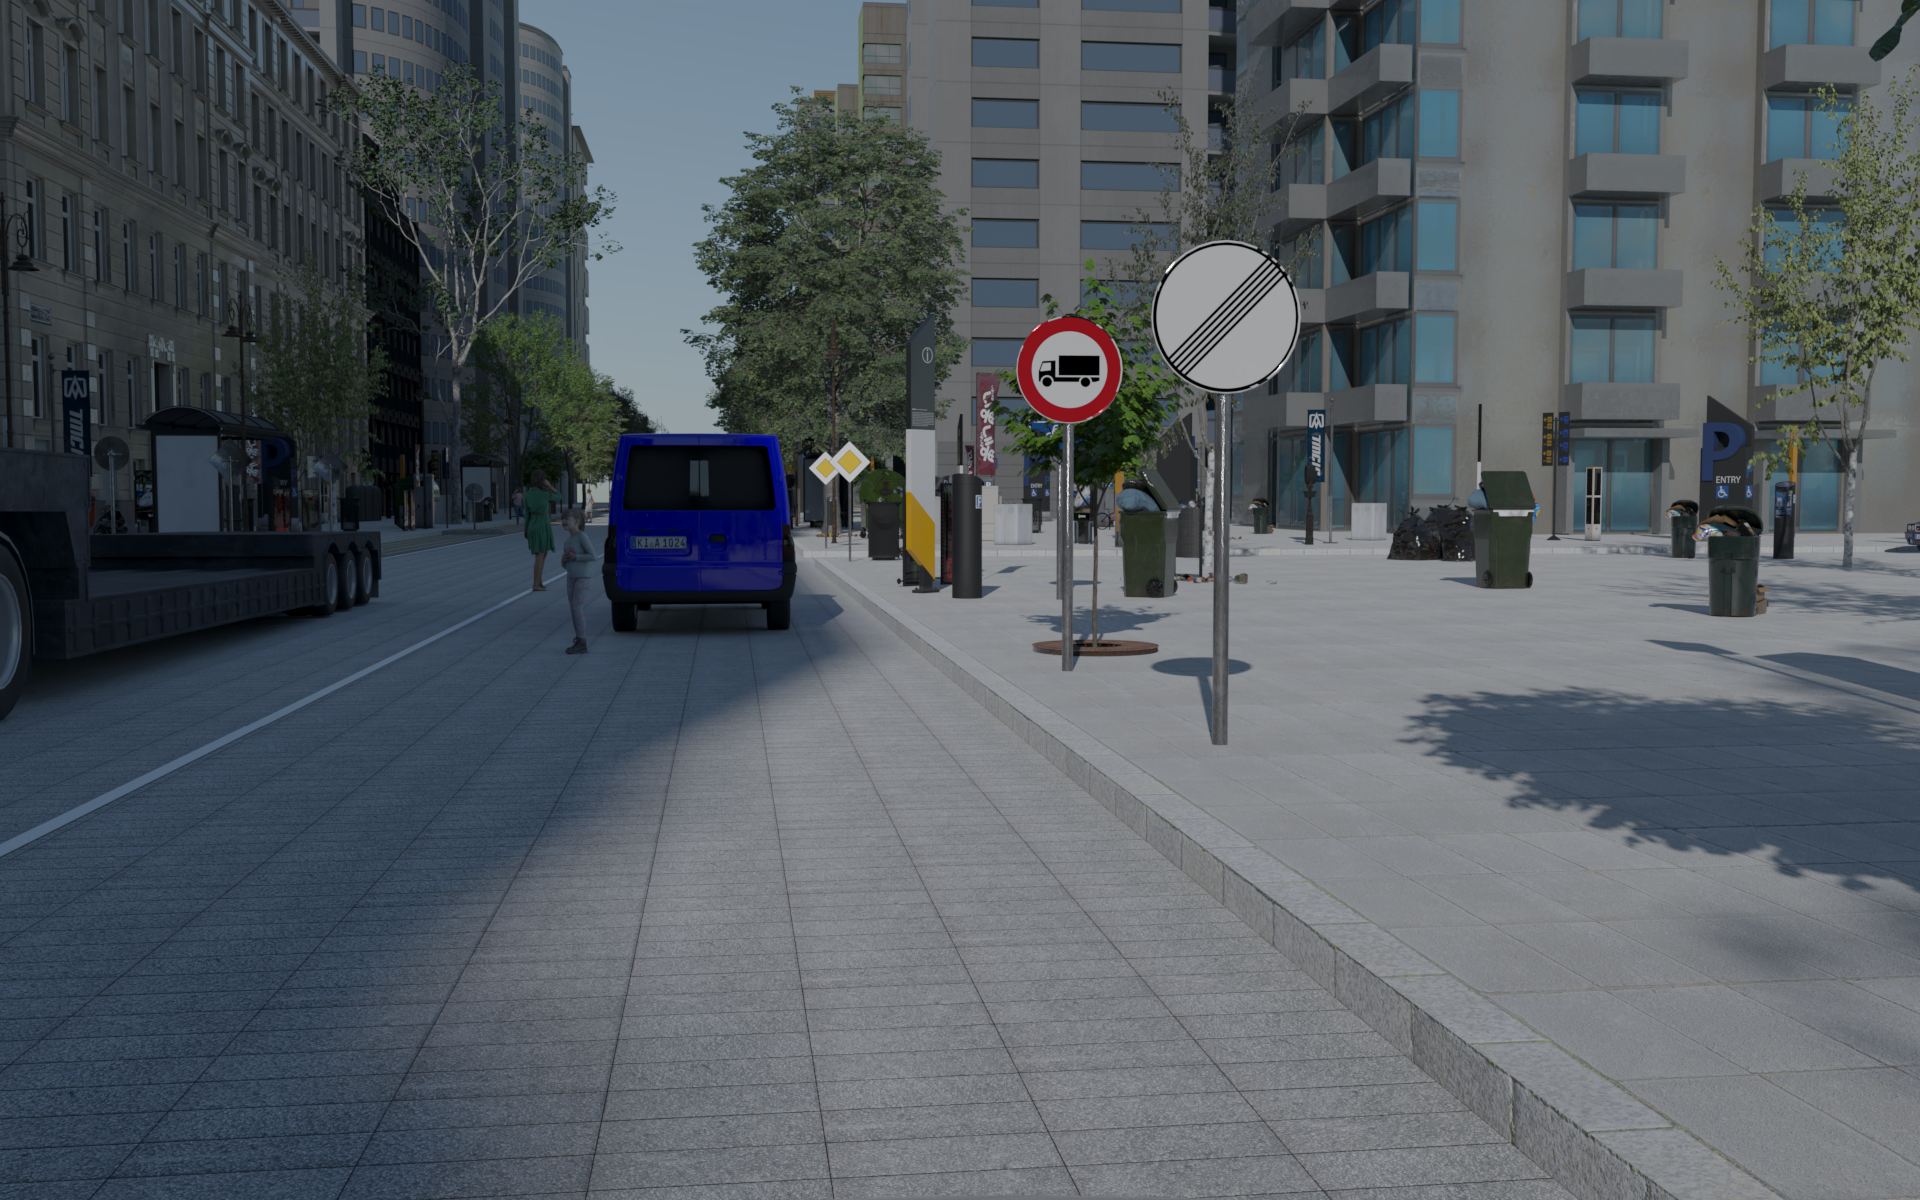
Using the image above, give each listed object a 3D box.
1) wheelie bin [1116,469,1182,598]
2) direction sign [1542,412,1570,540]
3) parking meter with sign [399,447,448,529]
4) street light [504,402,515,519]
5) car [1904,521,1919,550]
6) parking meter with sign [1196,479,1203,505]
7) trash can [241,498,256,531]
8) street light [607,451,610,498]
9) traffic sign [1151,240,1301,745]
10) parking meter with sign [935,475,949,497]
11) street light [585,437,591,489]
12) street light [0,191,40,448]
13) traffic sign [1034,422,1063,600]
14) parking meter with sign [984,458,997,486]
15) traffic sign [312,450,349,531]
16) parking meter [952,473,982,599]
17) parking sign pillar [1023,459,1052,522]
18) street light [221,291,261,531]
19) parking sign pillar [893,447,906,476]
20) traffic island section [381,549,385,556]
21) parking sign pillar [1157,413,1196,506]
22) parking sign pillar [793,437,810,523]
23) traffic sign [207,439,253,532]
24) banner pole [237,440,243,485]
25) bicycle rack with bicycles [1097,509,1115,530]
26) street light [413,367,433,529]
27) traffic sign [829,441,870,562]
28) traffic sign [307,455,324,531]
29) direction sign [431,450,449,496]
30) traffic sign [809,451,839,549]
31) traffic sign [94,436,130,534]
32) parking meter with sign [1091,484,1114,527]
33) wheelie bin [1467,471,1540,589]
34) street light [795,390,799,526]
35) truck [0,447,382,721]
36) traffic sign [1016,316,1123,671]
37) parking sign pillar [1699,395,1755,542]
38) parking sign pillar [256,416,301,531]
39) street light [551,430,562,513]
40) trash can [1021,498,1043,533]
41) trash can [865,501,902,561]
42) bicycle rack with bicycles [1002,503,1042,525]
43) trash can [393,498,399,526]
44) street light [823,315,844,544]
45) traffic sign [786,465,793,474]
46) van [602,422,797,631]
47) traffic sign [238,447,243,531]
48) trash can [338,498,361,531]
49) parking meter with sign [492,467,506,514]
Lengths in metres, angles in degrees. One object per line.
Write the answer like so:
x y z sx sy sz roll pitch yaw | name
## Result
2.341 -0.839 21.634 0.693 1.594 0.980 2 4 24 | wheelie bin
16.484 -3.424 47.979 0.379 3.537 0.876 -2 4 -34 | direction sign
-19.999 -4.179 64.586 1.738 3.016 0.543 -1 4 -9 | parking meter with sign
-22.712 -7.004 87.297 0.468 5.910 1.993 0 4 -8 | street light
24.606 -1.742 41.063 3.894 1.354 1.945 -1 4 -8 | car
12.027 -5.626 88.242 1.738 3.016 0.543 0 4 8 | parking meter with sign
-23.335 -2.738 56.418 0.748 1.137 0.748 0 3 0 | trash can
-32.786 -11.565 161.873 0.468 5.910 1.993 0 4 -8 | street light
1.332 -0.532 8.800 0.768 2.556 0.104 0 4 -6 | traffic sign
-0.817 -4.483 69.566 1.738 3.016 0.543 3 5 44 | parking meter with sign
-29.706 -10.148 138.708 0.468 5.910 1.993 0 4 -8 | street light
-14.638 -3.294 26.640 0.468 5.910 1.993 0 4 -8 | street light
1.212 -1.276 20.974 0.768 2.556 0.104 0 4 1 | traffic sign
1.376 -5.261 82.278 0.543 3.016 1.738 1 4 10 | parking meter with sign
-14.253 -2.178 39.253 0.795 2.450 0.064 0 4 -8 | traffic sign
0.087 -0.790 21.328 0.372 1.533 0.369 0 3 0 | parking meter
3.587 -5.660 81.017 1.447 3.967 1.447 3 5 42 | parking sign pillar
-16.357 -4.082 39.529 0.468 5.910 1.993 0 4 -8 | street light
-1.941 -4.695 65.243 1.447 3.967 1.447 3 5 44 | parking sign pillar
-14.275 -1.042 39.311 2.009 0.180 2.903 0 4 -8 | traffic island section
7.222 -4.244 57.869 1.447 3.967 1.447 3 4 39 | parking sign pillar
-7.114 -5.424 77.148 1.447 3.967 1.447 -1 4 -15 | parking sign pillar
-13.188 -1.694 31.339 0.795 2.450 0.064 0 4 -8 | traffic sign
-22.935 -3.998 55.387 0.863 3.779 0.401 3 5 40 | banner pole
6.661 -2.995 62.356 2.925 0.926 2.852 2 4 35 | bicycle rack with bicycles
-19.580 -5.533 63.249 0.468 5.910 1.993 0 4 -8 | street light
-2.090 -1.784 32.806 0.795 2.450 0.064 0 4 -8 | traffic sign
-16.746 -2.642 45.321 0.606 2.300 0.079 0 4 -6 | traffic sign
-26.794 -5.954 89.345 0.876 3.537 0.379 -2 4 -26 | direction sign
-3.155 -2.268 40.720 0.795 2.450 0.064 0 4 -8 | traffic sign
-18.605 -2.319 38.019 0.768 2.556 0.104 0 4 -4 | traffic sign
5.594 -4.321 66.906 0.543 3.016 1.738 -3 4 -38 | parking meter with sign
7.371 -0.962 23.630 0.980 1.594 0.693 0 4 -8 | wheelie bin
-6.475 -5.854 68.495 0.468 5.910 1.993 0 4 -8 | street light
-7.566 -1.452 13.496 2.967 4.110 18.799 0 4 -8 | truck
0.779 -0.757 12.483 0.768 2.556 0.104 0 4 -5 | traffic sign
20.738 -3.570 46.846 1.447 3.967 1.447 -3 4 -37 | parking sign pillar
-23.453 -4.343 59.484 1.447 3.967 1.447 1 4 11 | parking sign pillar
-25.866 -8.420 110.451 0.468 5.910 1.993 0 4 -8 | street light
2.364 -2.767 56.900 0.748 1.137 0.748 0 3 0 | trash can
-1.475 -1.335 33.485 0.748 1.137 0.748 0 3 0 | trash can
2.312 -3.551 71.439 2.852 0.926 2.925 0 4 6 | bicycle rack with bicycles
-22.383 -3.536 69.467 0.748 1.137 0.748 0 3 0 | trash can
-3.268 -4.406 44.819 0.468 5.910 1.993 0 4 -8 | street light
-11.910 -7.309 113.368 2.265 3.308 0.079 0 4 1 | traffic sign
-2.934 -0.944 19.812 2.240 2.365 5.245 0 4 -8 | van
-19.622 -2.879 47.180 0.768 2.556 0.104 0 4 2 | traffic sign
-20.812 -2.900 59.067 0.748 1.137 0.748 0 3 0 | trash can
-30.236 -7.075 111.936 1.738 3.016 0.543 0 4 5 | parking meter with sign
